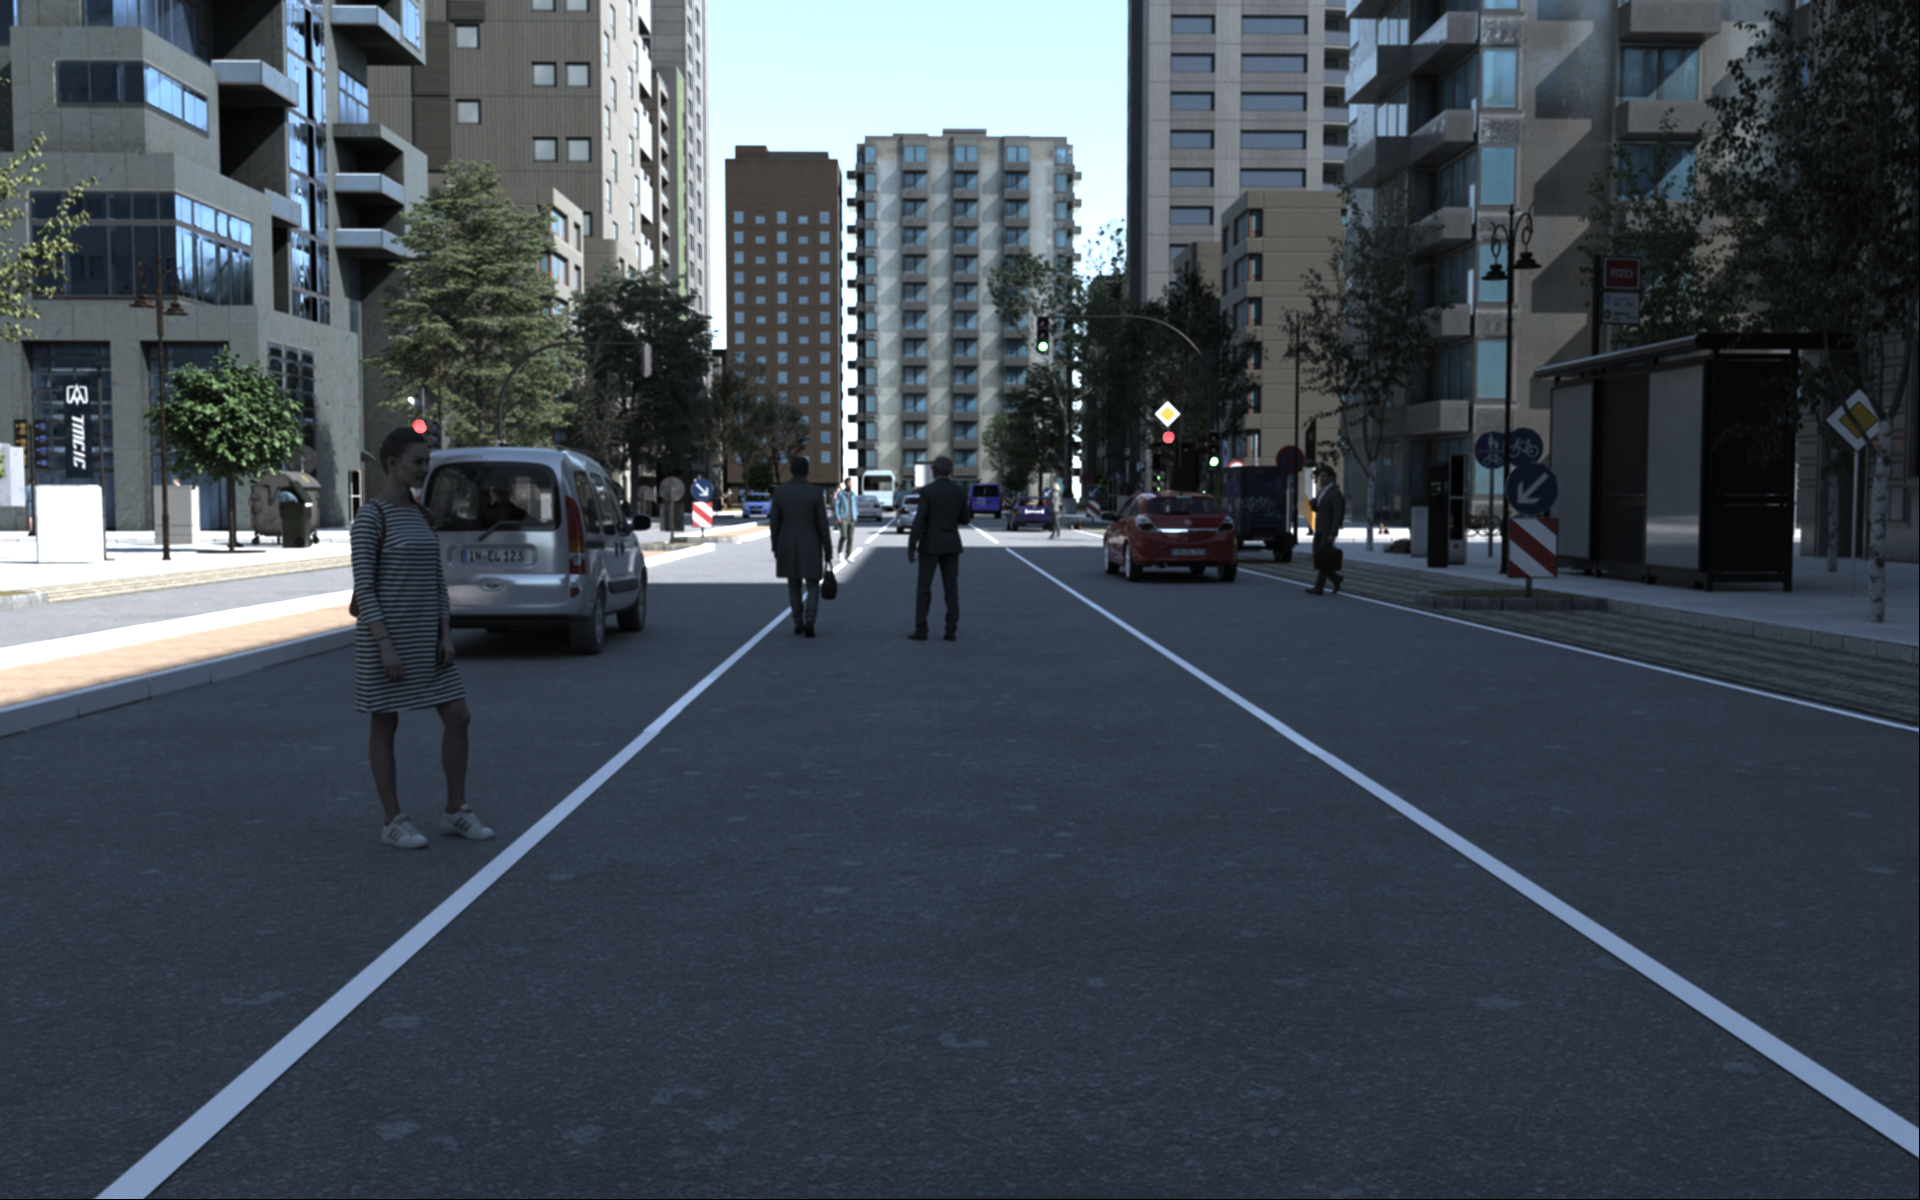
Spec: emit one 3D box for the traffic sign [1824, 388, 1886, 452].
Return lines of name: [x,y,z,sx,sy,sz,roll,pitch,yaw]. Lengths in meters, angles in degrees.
traffic sign: [11.154,-1.332,21.517,0.795,2.593,0.064,0,4,7]

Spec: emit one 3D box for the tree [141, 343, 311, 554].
tree: [-16.056,-3.319,37.974,4.285,4.588,4.351,0,3,0]

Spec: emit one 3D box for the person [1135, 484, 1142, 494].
person: [9.286,-5.186,90.848,0.555,1.821,0.388,3,5,44]

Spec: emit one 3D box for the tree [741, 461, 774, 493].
tree: [-18.598,-10.767,159.750,4.285,4.588,4.351,0,3,0]

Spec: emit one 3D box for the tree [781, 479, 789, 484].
tree: [-19.898,-12.495,198.891,1.663,3.219,1.824,0,3,0]

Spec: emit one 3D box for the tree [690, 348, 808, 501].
tree: [-17.912,-14.348,144.965,12.009,13.543,11.850,0,3,0]

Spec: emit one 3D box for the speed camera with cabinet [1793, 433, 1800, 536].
speed camera with cabinet: [25.541,-3.652,54.051,0.660,3.252,2.038,0,4,5]

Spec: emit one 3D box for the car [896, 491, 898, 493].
car: [-7.471,-11.367,194.516,2.281,1.827,5.304,0,4,0]

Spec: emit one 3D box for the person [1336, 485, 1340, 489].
person: [19.531,-5.069,89.471,0.362,1.759,0.519,0,4,-7]

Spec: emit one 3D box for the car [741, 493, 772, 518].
car: [-12.219,-5.817,104.702,1.945,1.707,3.694,0,4,-3]

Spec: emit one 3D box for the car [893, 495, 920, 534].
car: [-1.446,-3.154,63.575,2.014,1.417,4.499,0,4,-1]

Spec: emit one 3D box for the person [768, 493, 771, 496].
person: [-22.880,-12.098,203.922,1.350,1.814,0.705,0,4,-7]

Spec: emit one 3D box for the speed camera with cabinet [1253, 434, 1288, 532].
speed camera with cabinet: [10.134,-3.817,56.736,0.660,3.252,2.038,-1,4,-14]

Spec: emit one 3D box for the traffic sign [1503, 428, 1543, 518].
traffic sign: [10.813,-2.034,33.360,0.768,2.556,0.104,0,4,3]

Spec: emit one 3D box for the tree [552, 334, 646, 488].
tree: [-17.016,-7.947,80.296,4.360,8.622,3.978,0,3,0]

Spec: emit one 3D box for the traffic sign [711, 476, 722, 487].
traffic sign: [-16.934,-7.356,120.373,0.768,2.556,0.104,0,4,5]

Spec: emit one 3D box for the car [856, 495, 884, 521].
car: [-5.067,-4.865,91.911,2.083,1.381,4.827,0,4,-2]

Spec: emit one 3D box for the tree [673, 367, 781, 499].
tree: [-17.677,-11.787,127.130,8.767,10.594,7.601,-3,5,-44]

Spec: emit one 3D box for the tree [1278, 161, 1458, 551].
tree: [9.277,-5.431,39.158,4.360,8.622,3.978,0,3,0]

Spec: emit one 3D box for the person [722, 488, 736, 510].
person: [-18.497,-8.058,138.517,1.217,1.736,0.721,0,4,5]

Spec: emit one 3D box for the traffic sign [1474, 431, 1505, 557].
traffic sign: [10.801,-2.146,35.190,0.768,2.556,0.104,0,4,1]

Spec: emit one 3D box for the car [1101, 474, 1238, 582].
car: [3.555,-1.269,29.794,2.155,1.783,4.494,0,4,-2]

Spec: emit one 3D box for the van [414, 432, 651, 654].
van: [-4.091,-0.599,16.811,2.013,2.044,4.112,0,4,-2]

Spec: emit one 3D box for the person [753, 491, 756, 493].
person: [-19.963,-9.966,169.008,0.705,1.821,1.348,0,4,6]

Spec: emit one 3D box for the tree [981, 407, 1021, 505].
tree: [6.047,-17.017,203.977,9.928,11.665,9.643,0,3,0]

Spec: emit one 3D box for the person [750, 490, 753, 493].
person: [-23.458,-11.538,194.565,0.709,1.838,0.599,1,4,10]

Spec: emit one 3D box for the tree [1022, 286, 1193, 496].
tree: [8.319,-9.853,86.846,9.928,11.665,9.643,0,3,0]

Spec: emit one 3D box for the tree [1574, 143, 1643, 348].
tree: [13.991,-5.120,34.077,4.737,8.622,4.395,0,3,0]

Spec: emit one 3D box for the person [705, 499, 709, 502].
person: [-21.620,-8.678,147.884,1.348,1.831,0.705,1,4,20]

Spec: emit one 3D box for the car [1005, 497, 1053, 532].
car: [2.747,-3.363,67.568,1.945,1.354,3.894,0,4,-3]

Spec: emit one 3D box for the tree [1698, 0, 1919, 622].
tree: [9.308,-4.096,17.340,4.360,8.622,3.978,0,3,0]

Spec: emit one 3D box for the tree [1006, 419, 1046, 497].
tree: [6.094,-13.078,164.183,4.737,8.622,4.395,0,3,0]

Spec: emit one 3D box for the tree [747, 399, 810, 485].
tree: [-19.766,-15.991,187.203,9.928,11.665,9.643,0,3,0]

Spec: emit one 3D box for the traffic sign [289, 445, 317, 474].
traffic sign: [-16.983,-2.731,44.750,0.768,2.556,0.104,0,4,6]

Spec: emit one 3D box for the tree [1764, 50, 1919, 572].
tree: [14.148,-4.768,28.314,4.737,8.622,4.395,0,3,0]

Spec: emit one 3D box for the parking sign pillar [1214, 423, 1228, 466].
parking sign pillar: [9.327,-4.522,62.405,1.447,3.967,1.447,1,4,18]

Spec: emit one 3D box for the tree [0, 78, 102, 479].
tree: [-15.252,-4.585,25.321,4.737,8.622,4.395,0,3,0]

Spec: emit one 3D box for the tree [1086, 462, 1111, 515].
tree: [8.469,-6.703,104.195,1.663,3.219,1.824,0,3,0]

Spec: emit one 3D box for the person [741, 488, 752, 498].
person: [-18.905,-9.089,154.663,1.348,1.821,0.705,-1,4,-20]

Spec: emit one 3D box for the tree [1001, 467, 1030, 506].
tree: [6.256,-12.670,190.861,4.285,4.588,4.351,0,3,0]

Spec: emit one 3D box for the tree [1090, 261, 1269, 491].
tree: [8.639,-8.255,69.376,7.601,10.594,8.767,2,4,25]

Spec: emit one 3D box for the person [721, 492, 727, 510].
person: [-19.474,-8.163,142.688,0.628,1.438,0.799,0,4,6]

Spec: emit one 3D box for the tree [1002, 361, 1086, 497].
tree: [7.293,-14.075,148.255,7.486,12.596,7.792,0,3,0]

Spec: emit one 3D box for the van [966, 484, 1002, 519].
van: [1.446,-6.035,103.060,2.240,2.365,5.245,0,4,-1]

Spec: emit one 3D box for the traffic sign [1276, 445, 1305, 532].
traffic sign: [8.654,-2.775,45.471,0.768,2.556,0.104,0,4,-1]

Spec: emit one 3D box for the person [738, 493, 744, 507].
person: [-22.314,-10.278,177.280,0.628,1.438,0.799,3,5,39]

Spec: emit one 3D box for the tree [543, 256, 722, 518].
tree: [-17.449,-11.339,92.041,9.857,13.997,8.962,0,3,0]

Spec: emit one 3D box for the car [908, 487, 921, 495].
car: [-1.613,-4.743,86.229,2.281,1.827,5.304,0,4,-1]

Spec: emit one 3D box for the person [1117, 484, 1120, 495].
person: [8.577,-5.462,95.260,0.836,1.842,0.656,0,4,4]

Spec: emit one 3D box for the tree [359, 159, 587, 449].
tree: [-16.804,-8.662,59.746,7.486,12.596,7.792,0,3,0]

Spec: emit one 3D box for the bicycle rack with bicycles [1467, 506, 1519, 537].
bicycle rack with bicycles: [15.791,-2.418,52.921,2.925,0.926,2.852,1,4,18]

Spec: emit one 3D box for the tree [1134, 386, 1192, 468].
tree: [12.392,-9.494,105.593,4.360,8.622,3.978,0,3,0]

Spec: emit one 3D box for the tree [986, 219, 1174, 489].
tree: [8.592,-16.065,118.558,12.611,20.169,13.585,0,3,0]

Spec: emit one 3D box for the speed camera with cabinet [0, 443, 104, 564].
speed camera with cabinet: [-16.933,-2.292,31.814,2.038,3.252,0.660,0,4,-4]

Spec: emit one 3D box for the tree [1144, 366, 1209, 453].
tree: [12.731,-9.019,97.817,4.737,8.622,4.395,0,3,0]
